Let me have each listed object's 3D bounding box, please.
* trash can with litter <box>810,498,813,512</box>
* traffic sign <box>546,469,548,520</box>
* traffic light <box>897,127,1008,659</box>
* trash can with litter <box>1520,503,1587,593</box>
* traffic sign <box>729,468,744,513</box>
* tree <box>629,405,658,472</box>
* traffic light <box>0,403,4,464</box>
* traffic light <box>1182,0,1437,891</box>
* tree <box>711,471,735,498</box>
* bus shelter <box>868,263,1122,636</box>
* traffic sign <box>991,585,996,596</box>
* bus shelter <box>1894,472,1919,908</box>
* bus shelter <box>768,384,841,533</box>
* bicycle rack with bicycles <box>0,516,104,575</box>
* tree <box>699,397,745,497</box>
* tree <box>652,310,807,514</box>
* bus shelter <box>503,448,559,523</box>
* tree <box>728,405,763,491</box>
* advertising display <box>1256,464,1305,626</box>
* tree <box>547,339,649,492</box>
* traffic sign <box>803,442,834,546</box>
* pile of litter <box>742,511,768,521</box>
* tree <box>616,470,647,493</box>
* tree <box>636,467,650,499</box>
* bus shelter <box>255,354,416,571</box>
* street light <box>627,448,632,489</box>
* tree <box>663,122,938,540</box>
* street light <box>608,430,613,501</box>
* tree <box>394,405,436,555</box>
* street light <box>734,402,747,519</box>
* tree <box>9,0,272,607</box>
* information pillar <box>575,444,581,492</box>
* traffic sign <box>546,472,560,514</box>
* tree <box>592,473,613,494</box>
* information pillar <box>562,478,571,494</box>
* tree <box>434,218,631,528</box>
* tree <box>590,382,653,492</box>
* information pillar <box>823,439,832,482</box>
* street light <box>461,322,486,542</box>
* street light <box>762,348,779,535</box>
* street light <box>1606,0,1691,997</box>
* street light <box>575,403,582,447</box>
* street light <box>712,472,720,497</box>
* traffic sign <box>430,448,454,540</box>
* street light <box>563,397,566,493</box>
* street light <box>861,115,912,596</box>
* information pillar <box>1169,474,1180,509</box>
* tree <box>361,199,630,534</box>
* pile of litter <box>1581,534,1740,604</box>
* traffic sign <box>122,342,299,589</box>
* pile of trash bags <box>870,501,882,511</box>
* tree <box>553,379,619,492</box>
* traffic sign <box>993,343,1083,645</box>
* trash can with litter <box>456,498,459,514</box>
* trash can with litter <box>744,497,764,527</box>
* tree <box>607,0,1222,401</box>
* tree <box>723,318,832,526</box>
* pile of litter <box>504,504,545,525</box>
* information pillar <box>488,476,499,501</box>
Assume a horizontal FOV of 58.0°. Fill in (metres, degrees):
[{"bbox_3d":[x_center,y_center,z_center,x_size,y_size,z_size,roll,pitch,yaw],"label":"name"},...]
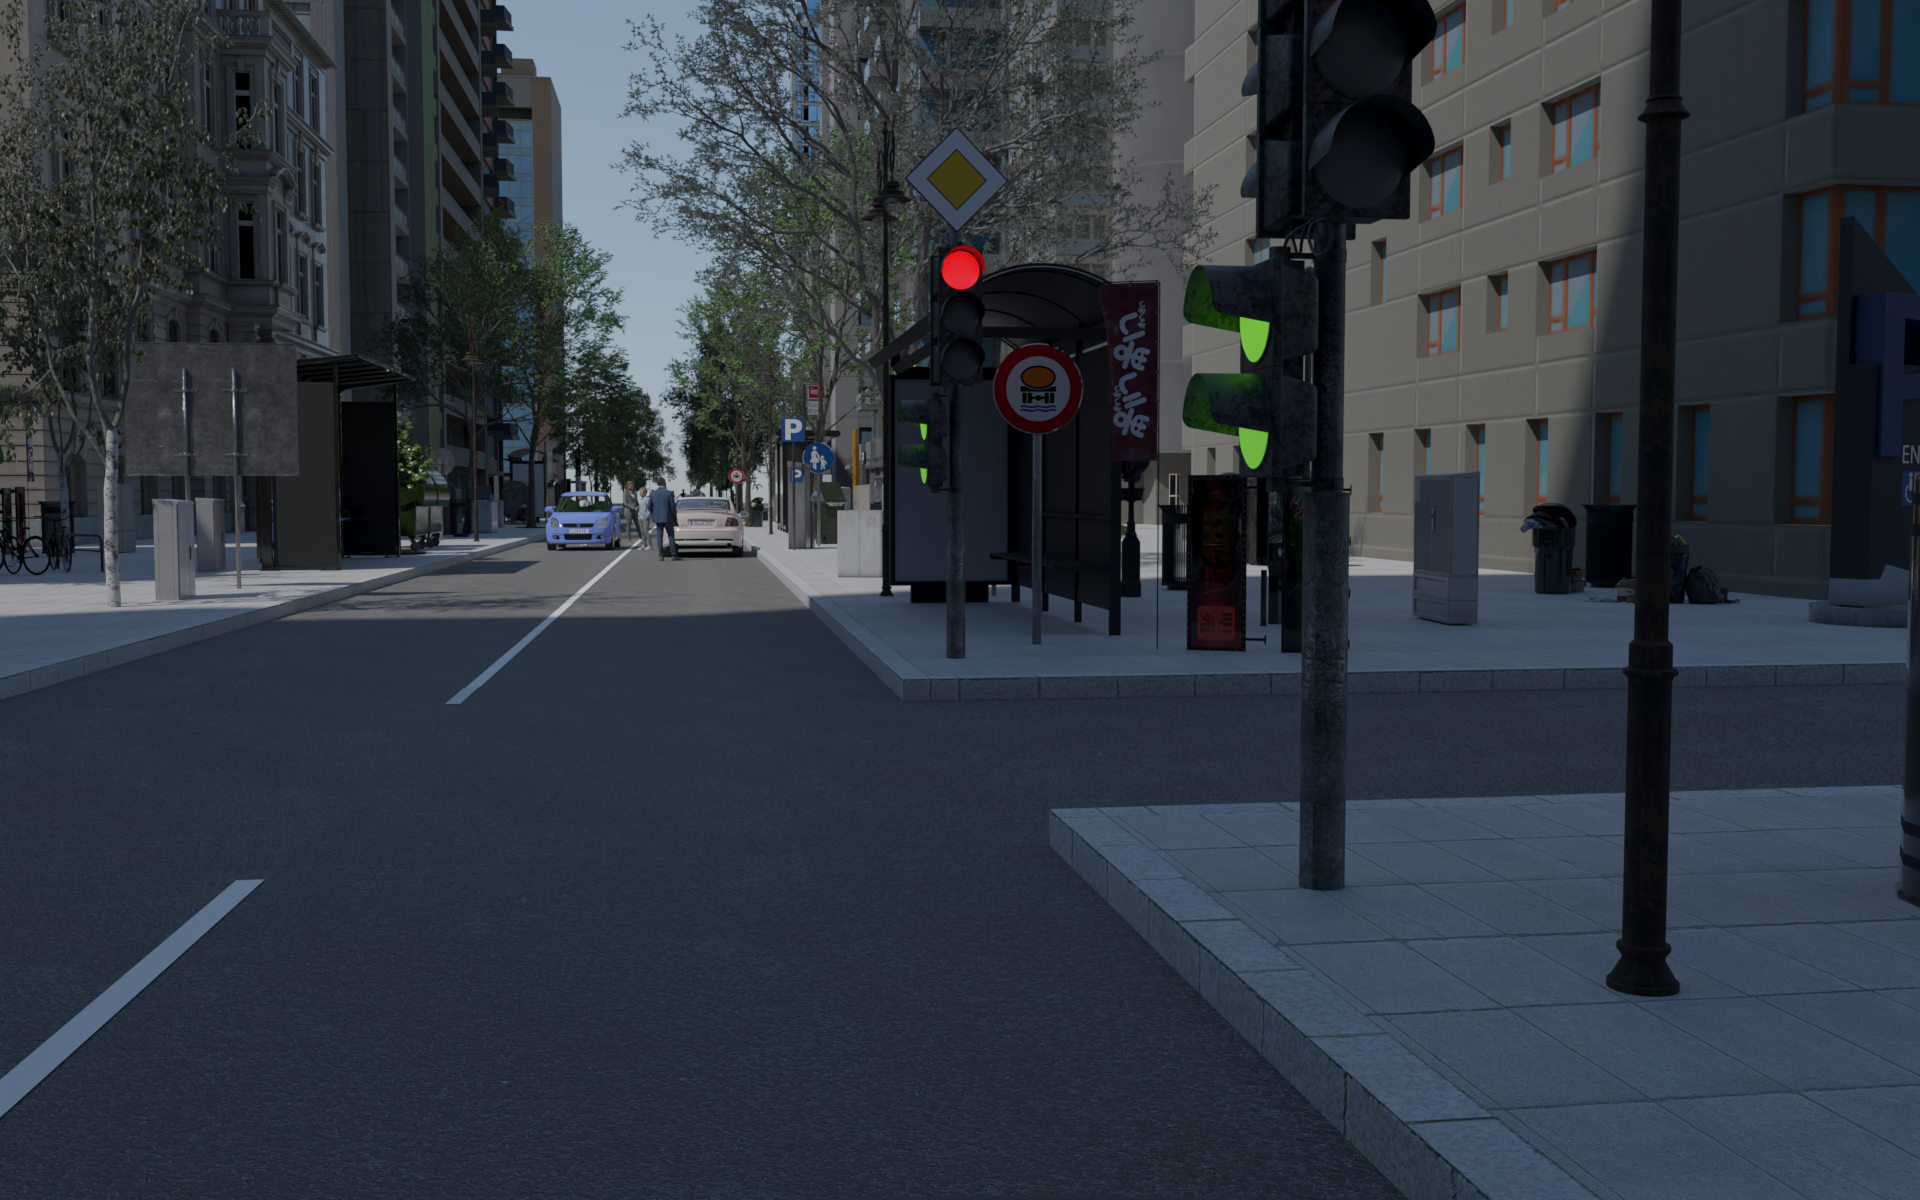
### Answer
[{"bbox_3d":[-4.514,-2.388,50.439,0.624,1.170,1.055,1,4,16],"label":"trash can with litter"},{"bbox_3d":[-20.615,-5.277,86.380,0.768,2.556,0.104,0,4,-7],"label":"traffic sign"},{"bbox_3d":[-0.051,-1.500,13.445,0.839,4.253,0.868,-1,4,-9],"label":"traffic light"},{"bbox_3d":[7.749,-0.681,22.519,0.624,1.170,1.055,3,4,37],"label":"trash can with litter"},{"bbox_3d":[-11.024,-5.225,85.534,0.768,2.556,0.104,0,4,-2],"label":"traffic sign"},{"bbox_3d":[-31.393,-13.803,160.087,7.601,10.594,8.767,0,4,-3],"label":"tree"},{"bbox_3d":[-7.324,-1.431,12.313,0.839,4.253,0.868,-1,4,-9],"label":"traffic light"},{"bbox_3d":[1.165,-1.017,5.553,0.839,4.253,0.868,-1,4,-9],"label":"traffic light"},{"bbox_3d":[-28.575,-13.738,208.336,4.285,4.588,4.351,0,3,0],"label":"tree"},{"bbox_3d":[0.328,-1.468,17.926,2.014,3.302,5.546,-1,4,-9],"label":"bus shelter"},{"bbox_3d":[0.426,-1.328,21.716,0.884,2.594,0.081,0,4,-5],"label":"traffic sign"},{"bbox_3d":[3.759,-1.448,1.302,2.179,5.291,8.768,-1,4,-9],"label":"bus shelter"},{"bbox_3d":[-5.569,-5.089,60.838,2.179,5.291,8.768,-1,4,-9],"label":"bus shelter"},{"bbox_3d":[-15.320,-0.905,28.179,2.925,0.926,2.852,3,5,42],"label":"bicycle rack with bicycles"},{"bbox_3d":[-26.682,-16.830,193.304,7.486,12.596,7.792,0,3,0],"label":"tree"},{"bbox_3d":[-13.533,-11.521,105.374,9.611,12.733,9.660,0,3,0],"label":"tree"},{"bbox_3d":[-19.652,-5.240,79.603,2.014,3.302,5.546,-1,4,-9],"label":"bus shelter"},{"bbox_3d":[-15.837,-10.679,124.962,4.737,8.622,4.395,0,3,0],"label":"tree"},{"bbox_3d":[3.179,-0.730,17.157,0.123,1.923,0.974,2,4,32],"label":"advertising display"},{"bbox_3d":[-26.634,-12.767,126.866,7.486,12.596,7.792,0,3,0],"label":"tree"},{"bbox_3d":[-3.485,-2.604,42.687,0.768,2.556,0.104,0,4,-3],"label":"traffic sign"},{"bbox_3d":[-9.916,-4.296,84.201,1.719,0.858,1.176,-1,4,-22],"label":"pile of litter"},{"bbox_3d":[-38.910,-13.719,208.025,4.285,4.588,4.351,0,3,0],"label":"tree"},{"bbox_3d":[-40.531,-16.330,217.364,4.360,8.622,3.978,0,3,0],"label":"tree"},{"bbox_3d":[-11.379,-2.487,31.941,1.731,3.624,6.357,-1,4,-9],"label":"bus shelter"},{"bbox_3d":[-29.731,-11.135,154.851,0.468,5.910,1.993,-1,4,-9],"label":"street light"},{"bbox_3d":[-3.926,-7.520,48.712,9.928,11.665,9.643,0,3,0],"label":"tree"},{"bbox_3d":[-24.492,-9.085,121.322,0.468,5.910,1.993,-1,4,-9],"label":"street light"},{"bbox_3d":[-12.023,-2.576,36.713,1.663,3.219,1.824,0,3,0],"label":"tree"},{"bbox_3d":[-11.013,-7.012,87.438,0.468,5.910,1.993,-1,4,-9],"label":"street light"},{"bbox_3d":[-9.758,-4.235,19.603,4.360,8.622,3.978,0,3,0],"label":"tree"},{"bbox_3d":[-17.861,-5.486,81.050,0.183,3.616,0.504,-3,4,-36],"label":"information pillar"},{"bbox_3d":[-20.136,-5.161,85.575,0.795,2.450,0.064,0,4,-8],"label":"traffic sign"},{"bbox_3d":[-27.339,-8.504,133.643,1.663,3.219,1.824,0,3,0],"label":"tree"},{"bbox_3d":[-18.548,-4.723,81.719,0.304,2.012,0.304,-3,5,-44],"label":"information pillar"},{"bbox_3d":[-15.980,-8.507,64.850,9.928,11.665,9.643,0,3,0],"label":"tree"},{"bbox_3d":[-33.599,-15.929,177.445,9.611,12.733,9.660,0,3,0],"label":"tree"},{"bbox_3d":[-5.699,-5.055,74.009,0.504,3.616,0.183,1,4,12],"label":"information pillar"},{"bbox_3d":[-13.066,-4.517,46.636,0.468,5.910,1.993,-1,4,-9],"label":"street light"},{"bbox_3d":[-5.993,-5.014,54.763,0.468,5.910,1.993,-1,4,-9],"label":"street light"},{"bbox_3d":[1.776,-1.929,4.326,0.468,5.910,1.993,-1,4,-9],"label":"street light"},{"bbox_3d":[-19.429,-7.056,88.159,0.468,5.910,1.993,-1,4,-9],"label":"street light"},{"bbox_3d":[-25.235,-12.633,179.337,0.468,5.910,1.993,-1,4,-9],"label":"street light"},{"bbox_3d":[-14.348,-2.920,47.844,0.768,2.556,0.104,0,4,-3],"label":"traffic sign"},{"bbox_3d":[-18.112,-6.517,79.339,0.468,5.910,1.993,-1,4,-9],"label":"street light"},{"bbox_3d":[-0.925,-2.988,21.640,0.468,5.910,1.993,-1,4,-9],"label":"street light"},{"bbox_3d":[7.796,-3.581,63.046,0.304,2.012,0.304,2,4,28],"label":"information pillar"},{"bbox_3d":[-15.241,-7.339,54.399,7.601,10.594,8.767,0,4,1],"label":"tree"},{"bbox_3d":[8.345,-0.406,20.608,1.719,0.858,1.176,2,4,26],"label":"pile of litter"},{"bbox_3d":[-10.089,-1.802,23.344,2.265,3.308,0.079,0,4,-5],"label":"traffic sign"},{"bbox_3d":[-1.669,-2.385,48.741,1.912,1.369,3.447,1,4,19],"label":"pile of trash bags"},{"bbox_3d":[-23.387,-9.722,109.324,4.737,8.622,4.395,0,3,0],"label":"tree"},{"bbox_3d":[0.657,-0.894,14.724,0.768,2.556,0.104,0,4,-4],"label":"traffic sign"},{"bbox_3d":[-17.968,-2.988,60.242,1.055,1.170,0.624,1,4,21],"label":"trash can with litter"},{"bbox_3d":[-8.026,-3.403,67.027,0.624,1.170,1.055,-3,4,-38],"label":"trash can with litter"},{"bbox_3d":[-1.080,-7.313,29.938,12.009,13.543,11.850,0,3,0],"label":"tree"},{"bbox_3d":[-7.398,-7.254,68.966,4.360,8.622,3.978,0,3,0],"label":"tree"},{"bbox_3d":[-18.322,-3.584,72.570,1.719,0.858,1.176,1,4,10],"label":"pile of litter"},{"bbox_3d":[-18.739,-3.981,69.574,0.304,2.012,0.304,1,4,17],"label":"information pillar"}]
